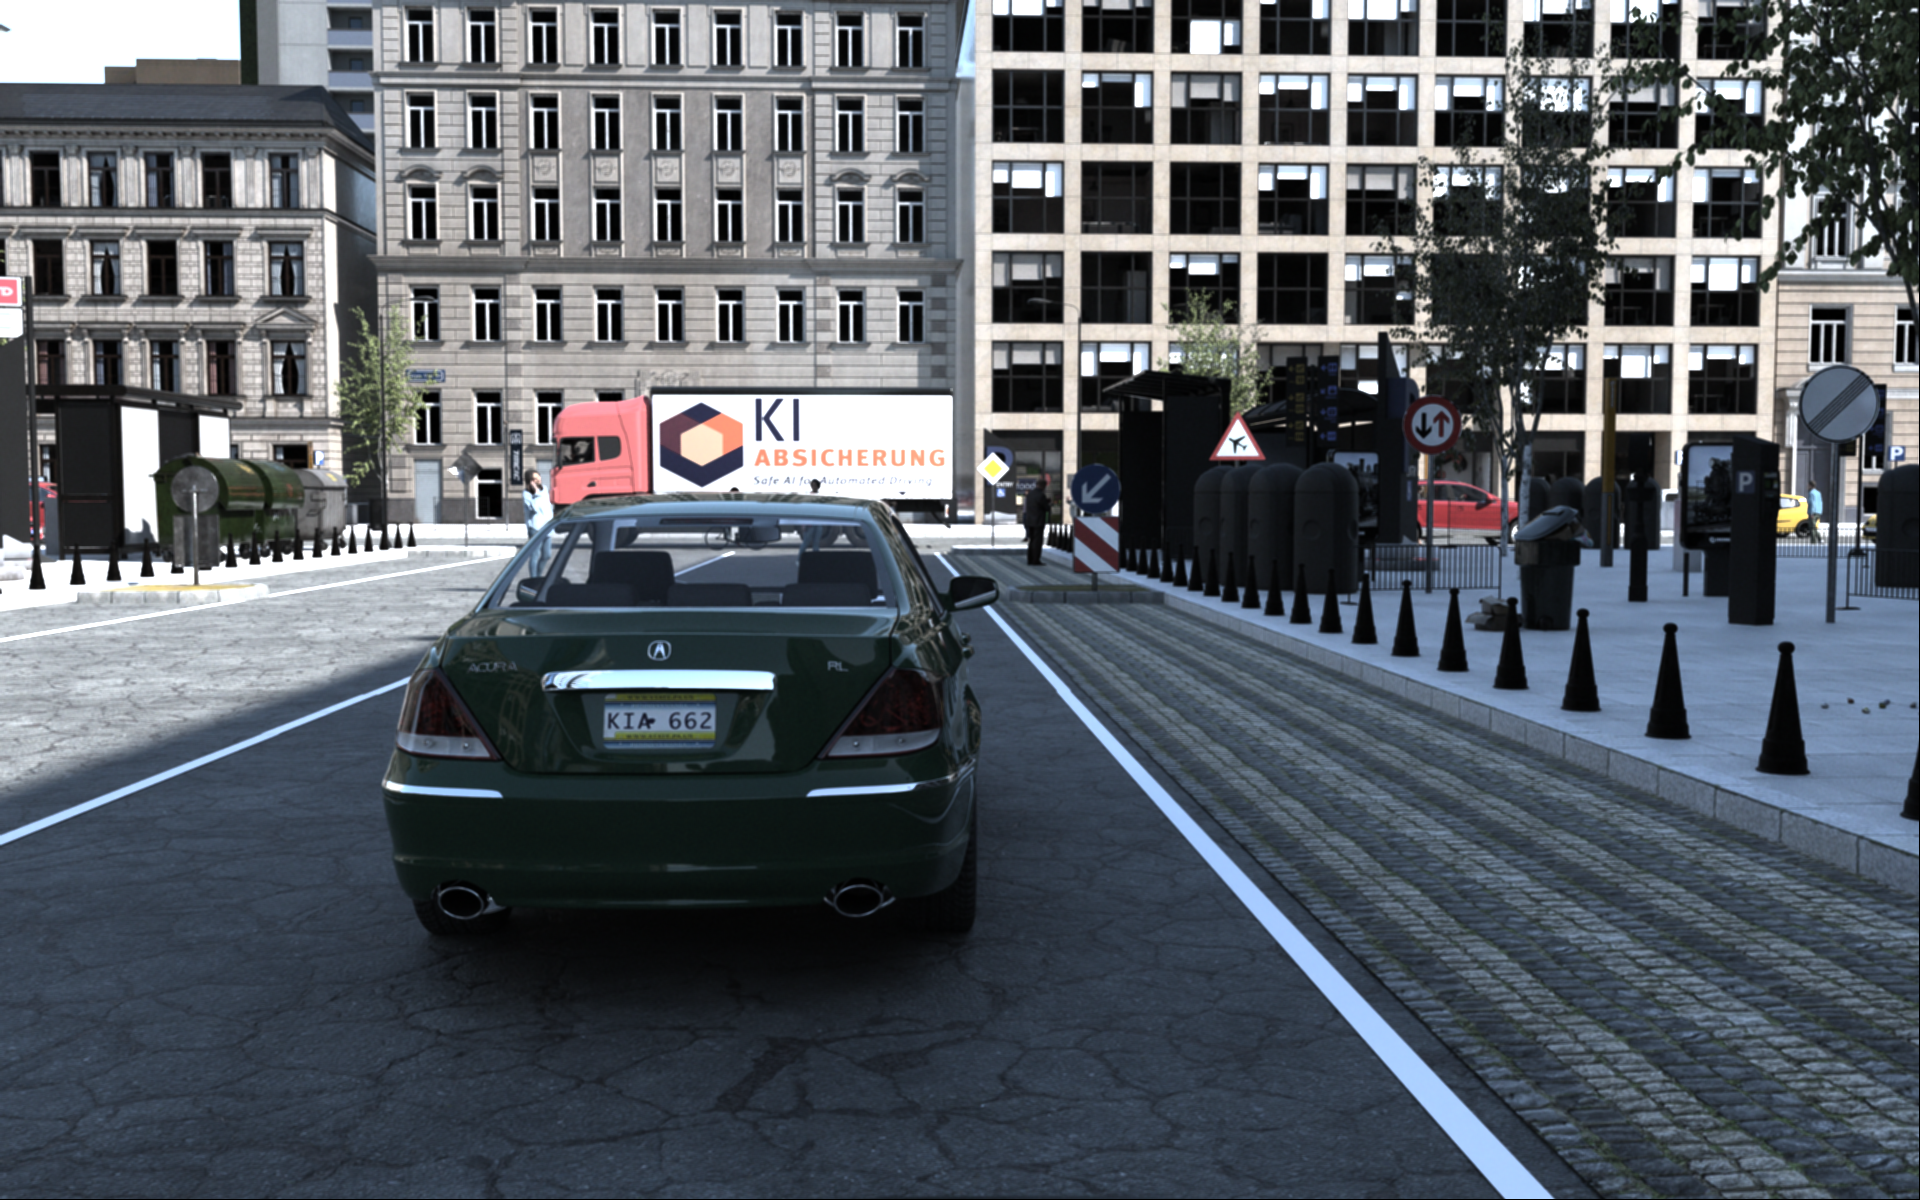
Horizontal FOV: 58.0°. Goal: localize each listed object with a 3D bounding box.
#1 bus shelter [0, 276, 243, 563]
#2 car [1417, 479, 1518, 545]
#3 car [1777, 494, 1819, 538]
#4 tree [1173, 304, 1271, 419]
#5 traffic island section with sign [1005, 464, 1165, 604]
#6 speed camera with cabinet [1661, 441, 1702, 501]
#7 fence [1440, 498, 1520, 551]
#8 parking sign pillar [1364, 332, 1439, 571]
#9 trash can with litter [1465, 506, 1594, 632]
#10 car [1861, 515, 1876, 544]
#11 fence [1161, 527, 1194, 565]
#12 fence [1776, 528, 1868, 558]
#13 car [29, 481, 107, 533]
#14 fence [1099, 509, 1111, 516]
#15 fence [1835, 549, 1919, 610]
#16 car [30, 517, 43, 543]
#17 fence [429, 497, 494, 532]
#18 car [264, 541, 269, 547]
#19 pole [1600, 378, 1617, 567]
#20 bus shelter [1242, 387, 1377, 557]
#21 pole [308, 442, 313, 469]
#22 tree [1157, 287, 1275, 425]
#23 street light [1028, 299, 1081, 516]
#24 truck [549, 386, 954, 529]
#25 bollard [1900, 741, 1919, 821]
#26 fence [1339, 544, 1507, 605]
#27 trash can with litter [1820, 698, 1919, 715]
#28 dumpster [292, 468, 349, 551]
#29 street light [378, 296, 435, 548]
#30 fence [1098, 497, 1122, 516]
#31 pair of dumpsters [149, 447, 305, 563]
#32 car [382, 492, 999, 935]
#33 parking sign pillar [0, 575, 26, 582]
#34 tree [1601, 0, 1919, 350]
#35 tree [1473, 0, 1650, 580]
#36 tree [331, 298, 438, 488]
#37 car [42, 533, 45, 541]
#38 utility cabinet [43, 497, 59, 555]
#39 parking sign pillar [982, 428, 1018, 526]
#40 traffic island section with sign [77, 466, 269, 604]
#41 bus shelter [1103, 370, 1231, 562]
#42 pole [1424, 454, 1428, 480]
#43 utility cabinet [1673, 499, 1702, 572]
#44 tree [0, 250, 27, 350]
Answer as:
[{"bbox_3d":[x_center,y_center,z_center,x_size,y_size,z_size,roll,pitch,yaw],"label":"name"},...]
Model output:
[{"bbox_3d":[-17.034,-3.482,34.569,2.179,5.291,8.768,0,4,-2],"label":"bus shelter"},{"bbox_3d":[13.077,-2.300,46.274,5.304,1.827,2.281,0,4,-2],"label":"car"},{"bbox_3d":[26.012,-2.855,56.898,3.980,1.641,2.015,0,4,-2],"label":"car"},{"bbox_3d":[10.003,-7.127,66.887,4.360,8.622,3.978,0,3,0],"label":"tree"},{"bbox_3d":[1.635,-0.905,23.427,1.989,1.847,2.006,0,4,-3],"label":"traffic island section with sign"},{"bbox_3d":[26.894,-4.279,64.298,2.038,3.252,0.660,0,4,-6],"label":"speed camera with cabinet"},{"bbox_3d":[12.163,-1.774,40.210,0.480,1.192,2.264,-2,4,-33],"label":"fence"},{"bbox_3d":[7.429,-2.502,29.380,1.447,3.967,1.447,2,4,27],"label":"parking sign pillar"},{"bbox_3d":[5.361,-0.302,16.323,1.055,1.170,0.624,-1,4,-18],"label":"trash can with litter"},{"bbox_3d":[27.054,-2.300,47.831,3.980,1.641,2.015,0,4,-4],"label":"car"},{"bbox_3d":[4.679,-0.968,31.198,2.069,0.683,0.278,1,4,18],"label":"fence"},{"bbox_3d":[14.988,-0.940,30.750,2.069,0.683,0.278,2,4,27],"label":"fence"},{"bbox_3d":[-26.603,-2.538,50.166,5.304,1.827,2.281,0,4,-4],"label":"car"},{"bbox_3d":[5.527,-3.163,67.095,0.278,0.683,2.069,2,4,23],"label":"fence"},{"bbox_3d":[10.166,-0.179,18.296,0.278,0.683,2.069,-1,4,-18],"label":"fence"},{"bbox_3d":[-25.648,-2.127,43.824,4.494,1.783,2.155,0,4,-4],"label":"car"},{"bbox_3d":[-17.099,-2.948,59.397,2.264,1.192,0.480,1,4,15],"label":"fence"},{"bbox_3d":[-19.781,-2.274,46.962,4.222,1.686,2.009,0,4,-3],"label":"car"},{"bbox_3d":[11.425,-2.243,30.510,0.158,3.312,0.155,0,3,0],"label":"pole"},{"bbox_3d":[7.124,-2.550,35.616,2.014,3.302,5.546,0,4,-3],"label":"bus shelter"},{"bbox_3d":[-25.317,-4.508,67.553,0.158,3.312,0.155,0,3,0],"label":"pole"},{"bbox_3d":[8.857,-6.784,61.274,4.737,8.622,4.395,0,3,0],"label":"tree"},{"bbox_3d":[2.302,-4.207,41.321,1.470,5.913,1.316,0,4,-3],"label":"street light"},{"bbox_3d":[-5.846,-3.518,46.430,11.283,4.237,2.839,0,4,-3],"label":"truck"},{"bbox_3d":[3.854,0.563,6.843,0.229,0.601,0.229,0,3,0],"label":"bollard"},{"bbox_3d":[5.477,-0.306,20.373,2.069,0.683,0.278,-1,4,-15],"label":"fence"},{"bbox_3d":[5.876,0.100,9.429,1.678,1.210,2.233,0,4,8],"label":"trash can with litter"},{"bbox_3d":[-14.920,-2.079,39.749,1.264,1.857,1.865,0,4,-3],"label":"dumpster"},{"bbox_3d":[-13.025,-4.173,40.762,1.470,5.913,1.316,0,4,-3],"label":"street light"},{"bbox_3d":[5.554,-3.175,63.119,0.480,1.192,2.264,-2,4,-29],"label":"fence"},{"bbox_3d":[-14.437,-1.942,34.238,1.574,2.255,4.437,0,4,-3],"label":"pair of dumpsters"},{"bbox_3d":[-0.878,0.289,7.081,2.131,1.459,4.920,0,4,-1],"label":"car"},{"bbox_3d":[-14.645,-2.266,25.515,1.447,3.967,1.447,0,4,-6],"label":"parking sign pillar"},{"bbox_3d":[7.319,-3.833,13.030,4.737,8.622,4.395,0,3,0],"label":"tree"},{"bbox_3d":[8.419,-4.624,25.962,4.360,8.622,3.978,0,3,0],"label":"tree"},{"bbox_3d":[-21.870,-7.053,65.685,4.737,8.622,4.395,0,3,0],"label":"tree"},{"bbox_3d":[-29.271,-2.499,53.224,4.827,1.381,2.083,0,4,-2],"label":"car"},{"bbox_3d":[-19.192,-1.563,36.721,0.306,1.237,1.020,-1,4,-23],"label":"utility cabinet"},{"bbox_3d":[1.637,-5.027,70.657,1.447,3.967,1.447,0,4,-7],"label":"parking sign pillar"},{"bbox_3d":[-10.606,-0.916,23.611,1.989,1.847,2.006,0,4,-3],"label":"traffic island section with sign"},{"bbox_3d":[4.212,-2.731,35.928,1.731,3.624,6.357,0,4,-3],"label":"bus shelter"},{"bbox_3d":[15.802,-3.959,58.580,0.158,3.312,0.155,0,3,0],"label":"pole"},{"bbox_3d":[12.101,-1.080,28.822,0.306,1.237,1.020,1,4,13],"label":"utility cabinet"},{"bbox_3d":[-22.604,-5.345,37.755,4.737,8.622,4.395,0,3,0],"label":"tree"}]
